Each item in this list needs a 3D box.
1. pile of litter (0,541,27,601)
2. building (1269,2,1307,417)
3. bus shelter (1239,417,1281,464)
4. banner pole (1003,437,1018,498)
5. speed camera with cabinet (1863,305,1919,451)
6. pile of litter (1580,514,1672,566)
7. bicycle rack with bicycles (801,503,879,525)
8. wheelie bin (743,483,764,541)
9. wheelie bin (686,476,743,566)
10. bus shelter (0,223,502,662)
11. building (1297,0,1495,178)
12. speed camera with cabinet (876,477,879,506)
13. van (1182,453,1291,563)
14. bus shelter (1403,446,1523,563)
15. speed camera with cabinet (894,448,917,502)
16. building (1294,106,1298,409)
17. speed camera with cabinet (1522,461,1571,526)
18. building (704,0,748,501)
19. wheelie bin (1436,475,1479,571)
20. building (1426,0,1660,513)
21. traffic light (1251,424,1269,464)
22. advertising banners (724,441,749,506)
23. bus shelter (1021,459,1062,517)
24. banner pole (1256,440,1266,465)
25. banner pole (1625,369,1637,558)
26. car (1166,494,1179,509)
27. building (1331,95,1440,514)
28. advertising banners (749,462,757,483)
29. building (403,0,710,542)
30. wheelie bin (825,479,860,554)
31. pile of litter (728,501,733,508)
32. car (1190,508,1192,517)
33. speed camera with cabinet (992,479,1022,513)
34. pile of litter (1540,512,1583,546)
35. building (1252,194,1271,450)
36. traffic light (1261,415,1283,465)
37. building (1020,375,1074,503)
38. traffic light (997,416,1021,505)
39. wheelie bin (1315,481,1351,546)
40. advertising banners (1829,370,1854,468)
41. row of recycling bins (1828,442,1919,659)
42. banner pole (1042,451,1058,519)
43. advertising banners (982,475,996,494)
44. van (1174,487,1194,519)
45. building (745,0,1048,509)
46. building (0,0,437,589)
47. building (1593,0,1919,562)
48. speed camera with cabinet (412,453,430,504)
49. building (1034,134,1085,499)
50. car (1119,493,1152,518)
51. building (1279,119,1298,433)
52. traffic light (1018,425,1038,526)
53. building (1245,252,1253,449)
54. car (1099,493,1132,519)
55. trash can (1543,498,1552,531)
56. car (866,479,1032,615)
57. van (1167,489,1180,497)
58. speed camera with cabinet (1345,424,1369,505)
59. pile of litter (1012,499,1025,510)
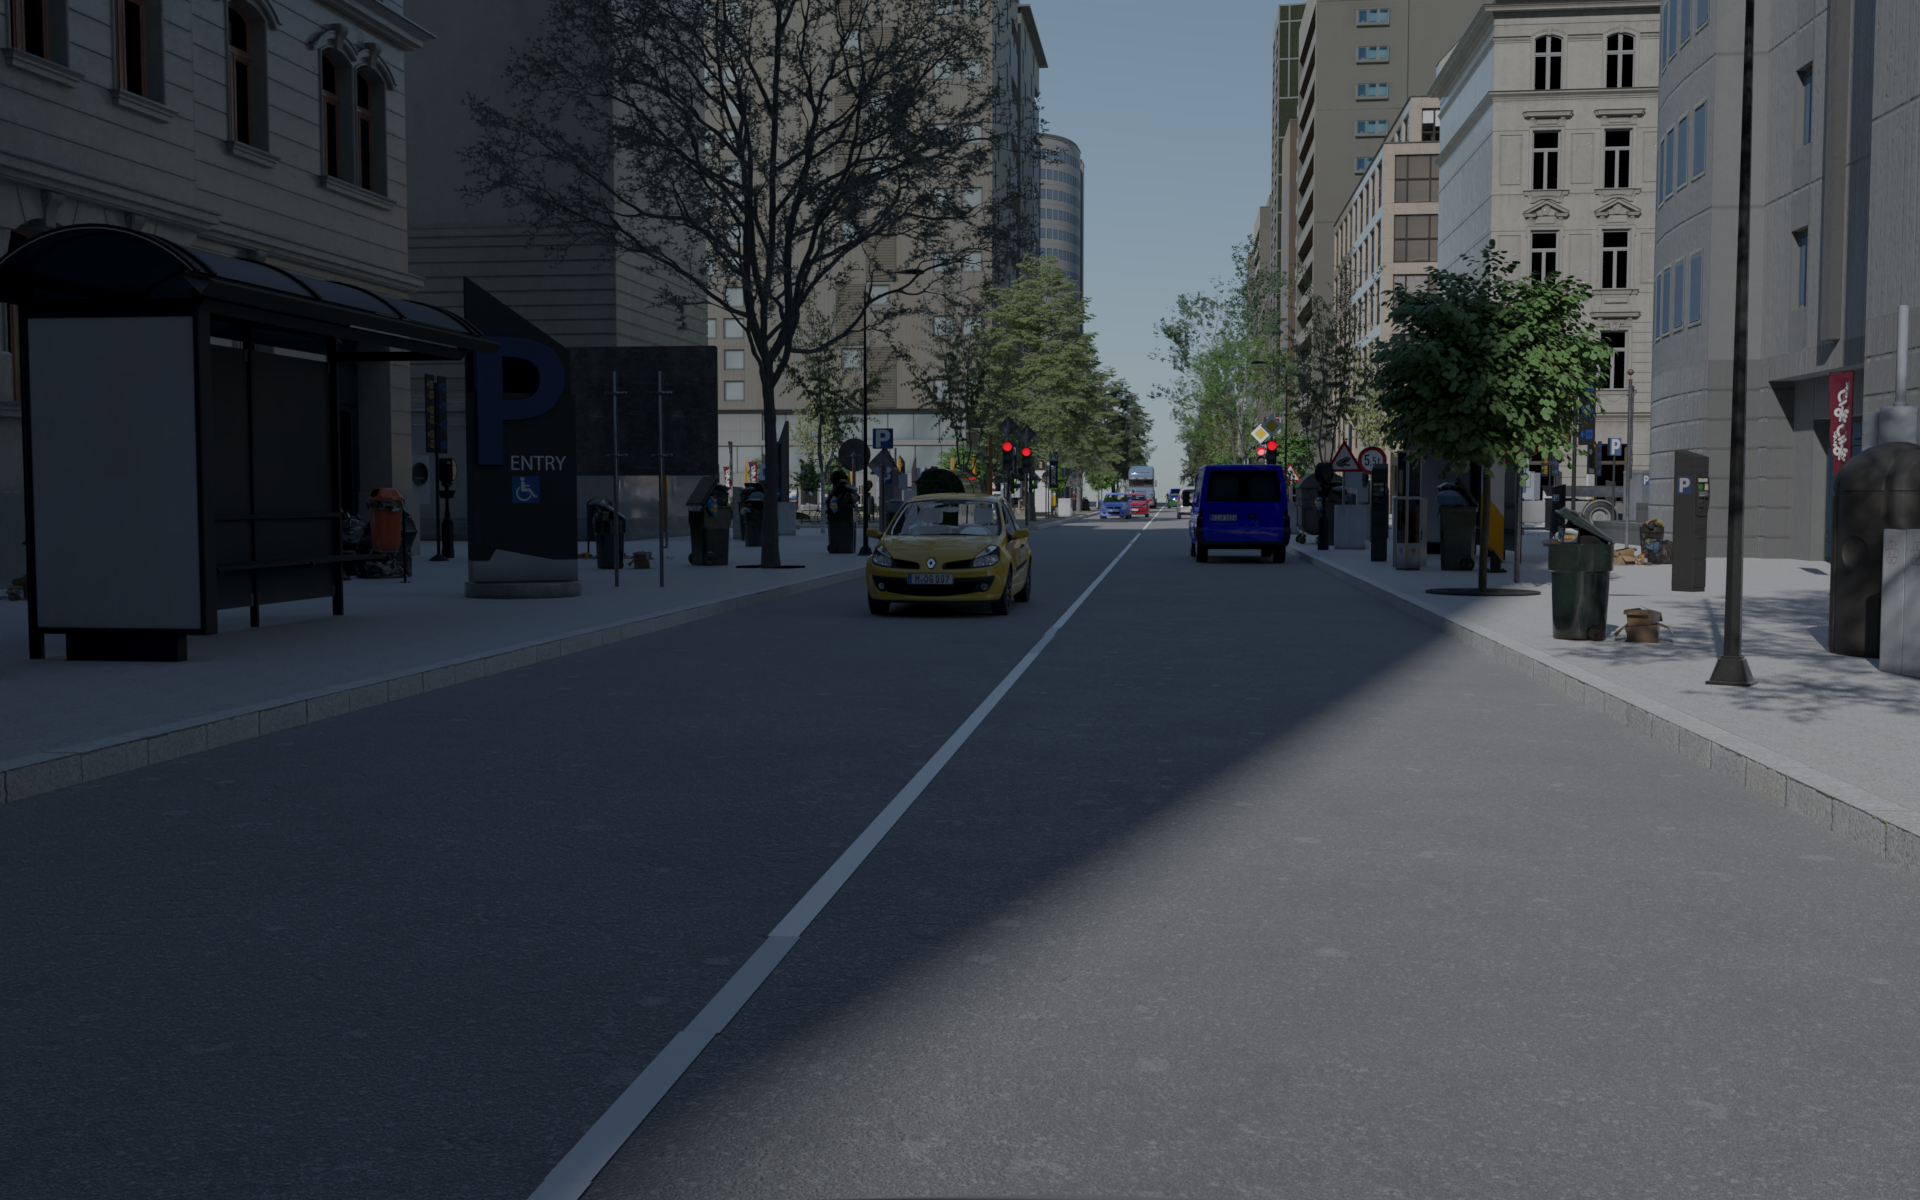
[{"bbox_3d":[-11.179,-0.451,21.334,1.719,0.858,1.176,0,4,-1],"label":"pile of litter"},{"bbox_3d":[53.892,-49.793,252.374,20.563,71.187,20.611,0,4,7],"label":"building"},{"bbox_3d":[15.327,-6.743,87.882,2.179,5.291,8.768,0,4,7],"label":"bus shelter"},{"bbox_3d":[2.163,-5.290,76.515,0.863,3.779,0.401,-2,4,-26],"label":"banner pole"},{"bbox_3d":[10.558,-1.447,18.002,2.038,3.252,0.660,2,4,35],"label":"speed camera with cabinet"},{"bbox_3d":[12.393,-1.081,31.645,1.719,0.858,1.176,-1,4,-20],"label":"pile of litter"},{"bbox_3d":[-5.241,-3.630,72.728,2.925,0.926,2.852,-2,4,-33],"label":"bicycle rack with bicycles"},{"bbox_3d":[-5.674,-2.429,47.625,0.980,1.594,0.693,3,4,38],"label":"wheelie bin"},{"bbox_3d":[-4.512,-1.427,31.233,0.693,1.594,0.980,-3,4,-36],"label":"wheelie bin"},{"bbox_3d":[-6.177,-1.334,15.728,2.014,3.302,5.546,0,4,7],"label":"bus shelter"},{"bbox_3d":[41.338,-32.392,153.305,21.300,48.544,21.600,0,4,7],"label":"building"},{"bbox_3d":[-6.177,-8.884,139.585,0.660,3.252,2.038,-1,4,-19],"label":"speed camera with cabinet"},{"bbox_3d":[6.043,-2.050,37.904,2.240,2.365,5.245,0,4,6],"label":"van"},{"bbox_3d":[9.920,-2.478,34.432,2.014,3.302,5.546,0,4,7],"label":"bus shelter"},{"bbox_3d":[-2.372,-4.842,73.501,0.660,3.252,2.038,-1,4,-18],"label":"speed camera with cabinet"},{"bbox_3d":[46.430,-34.204,178.838,23.786,49.044,30.456,0,4,7],"label":"building"},{"bbox_3d":[23.919,-4.675,70.773,0.660,3.252,2.038,-3,5,-45],"label":"speed camera with cabinet"},{"bbox_3d":[-8.982,-35.000,161.483,28.713,52.752,27.495,0,4,7],"label":"building"},{"bbox_3d":[8.350,-1.297,29.108,0.693,1.594,0.980,1,4,15],"label":"wheelie bin"},{"bbox_3d":[45.574,-18.641,81.203,44.131,29.872,17.030,0,4,7],"label":"building"},{"bbox_3d":[11.976,-4.910,69.198,0.839,4.253,0.868,0,4,7],"label":"traffic light"},{"bbox_3d":[-7.496,-3.791,58.171,0.090,3.025,2.074,1,4,9],"label":"advertising banners"},{"bbox_3d":[4.764,-6.566,101.279,2.014,3.302,5.546,0,4,7],"label":"bus shelter"},{"bbox_3d":[12.668,-5.060,72.750,0.863,3.779,0.401,0,4,-7],"label":"banner pole"},{"bbox_3d":[13.530,-2.750,34.973,0.401,3.779,0.863,2,4,28],"label":"banner pole"},{"bbox_3d":[21.333,-9.683,170.113,2.131,1.459,4.920,1,4,9],"label":"car"},{"bbox_3d":[38.104,-19.573,124.537,19.350,26.468,34.151,0,4,7],"label":"building"},{"bbox_3d":[-10.509,-5.983,94.008,2.074,3.025,0.090,-2,4,-26],"label":"advertising banners"},{"bbox_3d":[-17.403,-12.387,51.680,18.267,20.994,9.793,0,4,7],"label":"building"},{"bbox_3d":[-2.533,-1.812,37.526,0.693,1.594,0.980,0,4,5],"label":"wheelie bin"},{"bbox_3d":[-14.890,-6.029,112.537,1.719,0.858,1.176,3,5,43],"label":"pile of litter"},{"bbox_3d":[11.960,-4.320,83.214,1.945,1.354,3.894,1,4,9],"label":"car"},{"bbox_3d":[3.185,-7.588,118.393,2.038,3.252,0.660,1,4,18],"label":"speed camera with cabinet"},{"bbox_3d":[14.782,-1.729,42.240,1.176,0.858,1.719,2,4,23],"label":"pile of litter"},{"bbox_3d":[57.501,-39.764,273.845,21.300,48.544,21.600,0,4,7],"label":"building"},{"bbox_3d":[10.993,-4.425,61.273,0.839,4.253,0.868,0,4,7],"label":"traffic light"},{"bbox_3d":[2.042,-24.957,253.079,27.650,21.520,28.899,0,4,7],"label":"building"},{"bbox_3d":[1.750,-4.494,62.399,0.839,4.253,0.868,0,4,7],"label":"traffic light"},{"bbox_3d":[9.359,-2.167,43.330,0.980,1.594,0.693,-2,4,-32],"label":"wheelie bin"},{"bbox_3d":[12.674,-1.700,23.984,0.090,3.025,2.074,-1,4,-9],"label":"advertising banners"},{"bbox_3d":[8.753,-0.395,13.570,3.534,1.692,1.069,0,4,5],"label":"row of recycling bins"},{"bbox_3d":[4.696,-6.107,89.868,0.863,3.779,0.401,0,4,-6],"label":"banner pole"},{"bbox_3d":[2.114,-9.158,145.927,2.074,3.025,0.090,0,4,-2],"label":"advertising banners"},{"bbox_3d":[13.375,-5.693,100.100,2.013,2.044,4.112,0,4,7],"label":"van"},{"bbox_3d":[-5.628,-36.666,188.722,28.713,52.752,27.495,0,4,7],"label":"building"},{"bbox_3d":[-18.844,-14.544,25.181,14.401,28.519,23.554,0,4,7],"label":"building"},{"bbox_3d":[25.634,-30.081,33.832,21.231,58.520,28.212,0,4,7],"label":"building"},{"bbox_3d":[-12.607,-2.687,38.269,0.660,3.252,2.038,1,4,23],"label":"speed camera with cabinet"},{"bbox_3d":[8.732,-45.128,279.843,21.231,58.520,28.212,0,4,7],"label":"building"},{"bbox_3d":[10.724,-5.956,106.428,2.155,1.783,4.494,0,4,7],"label":"car"},{"bbox_3d":[44.785,-33.746,201.862,14.600,45.320,14.200,0,4,7],"label":"building"},{"bbox_3d":[2.734,-4.979,70.324,0.839,4.253,0.868,0,4,7],"label":"traffic light"},{"bbox_3d":[55.233,-37.229,292.294,14.154,41.232,14.086,0,4,7],"label":"building"},{"bbox_3d":[9.046,-5.557,100.455,1.945,1.707,3.694,1,4,9],"label":"car"},{"bbox_3d":[20.717,-2.982,60.404,0.748,1.137,0.748,0,3,0],"label":"trash can"},{"bbox_3d":[-0.082,-0.708,21.804,2.015,1.641,3.980,0,4,8],"label":"car"},{"bbox_3d":[24.106,-11.479,192.060,2.240,2.365,5.245,0,4,5],"label":"van"},{"bbox_3d":[10.874,-3.310,48.448,0.660,3.252,2.038,2,4,30],"label":"speed camera with cabinet"},{"bbox_3d":[4.947,-7.785,141.251,1.719,0.858,1.176,2,4,27],"label":"pile of litter"}]
